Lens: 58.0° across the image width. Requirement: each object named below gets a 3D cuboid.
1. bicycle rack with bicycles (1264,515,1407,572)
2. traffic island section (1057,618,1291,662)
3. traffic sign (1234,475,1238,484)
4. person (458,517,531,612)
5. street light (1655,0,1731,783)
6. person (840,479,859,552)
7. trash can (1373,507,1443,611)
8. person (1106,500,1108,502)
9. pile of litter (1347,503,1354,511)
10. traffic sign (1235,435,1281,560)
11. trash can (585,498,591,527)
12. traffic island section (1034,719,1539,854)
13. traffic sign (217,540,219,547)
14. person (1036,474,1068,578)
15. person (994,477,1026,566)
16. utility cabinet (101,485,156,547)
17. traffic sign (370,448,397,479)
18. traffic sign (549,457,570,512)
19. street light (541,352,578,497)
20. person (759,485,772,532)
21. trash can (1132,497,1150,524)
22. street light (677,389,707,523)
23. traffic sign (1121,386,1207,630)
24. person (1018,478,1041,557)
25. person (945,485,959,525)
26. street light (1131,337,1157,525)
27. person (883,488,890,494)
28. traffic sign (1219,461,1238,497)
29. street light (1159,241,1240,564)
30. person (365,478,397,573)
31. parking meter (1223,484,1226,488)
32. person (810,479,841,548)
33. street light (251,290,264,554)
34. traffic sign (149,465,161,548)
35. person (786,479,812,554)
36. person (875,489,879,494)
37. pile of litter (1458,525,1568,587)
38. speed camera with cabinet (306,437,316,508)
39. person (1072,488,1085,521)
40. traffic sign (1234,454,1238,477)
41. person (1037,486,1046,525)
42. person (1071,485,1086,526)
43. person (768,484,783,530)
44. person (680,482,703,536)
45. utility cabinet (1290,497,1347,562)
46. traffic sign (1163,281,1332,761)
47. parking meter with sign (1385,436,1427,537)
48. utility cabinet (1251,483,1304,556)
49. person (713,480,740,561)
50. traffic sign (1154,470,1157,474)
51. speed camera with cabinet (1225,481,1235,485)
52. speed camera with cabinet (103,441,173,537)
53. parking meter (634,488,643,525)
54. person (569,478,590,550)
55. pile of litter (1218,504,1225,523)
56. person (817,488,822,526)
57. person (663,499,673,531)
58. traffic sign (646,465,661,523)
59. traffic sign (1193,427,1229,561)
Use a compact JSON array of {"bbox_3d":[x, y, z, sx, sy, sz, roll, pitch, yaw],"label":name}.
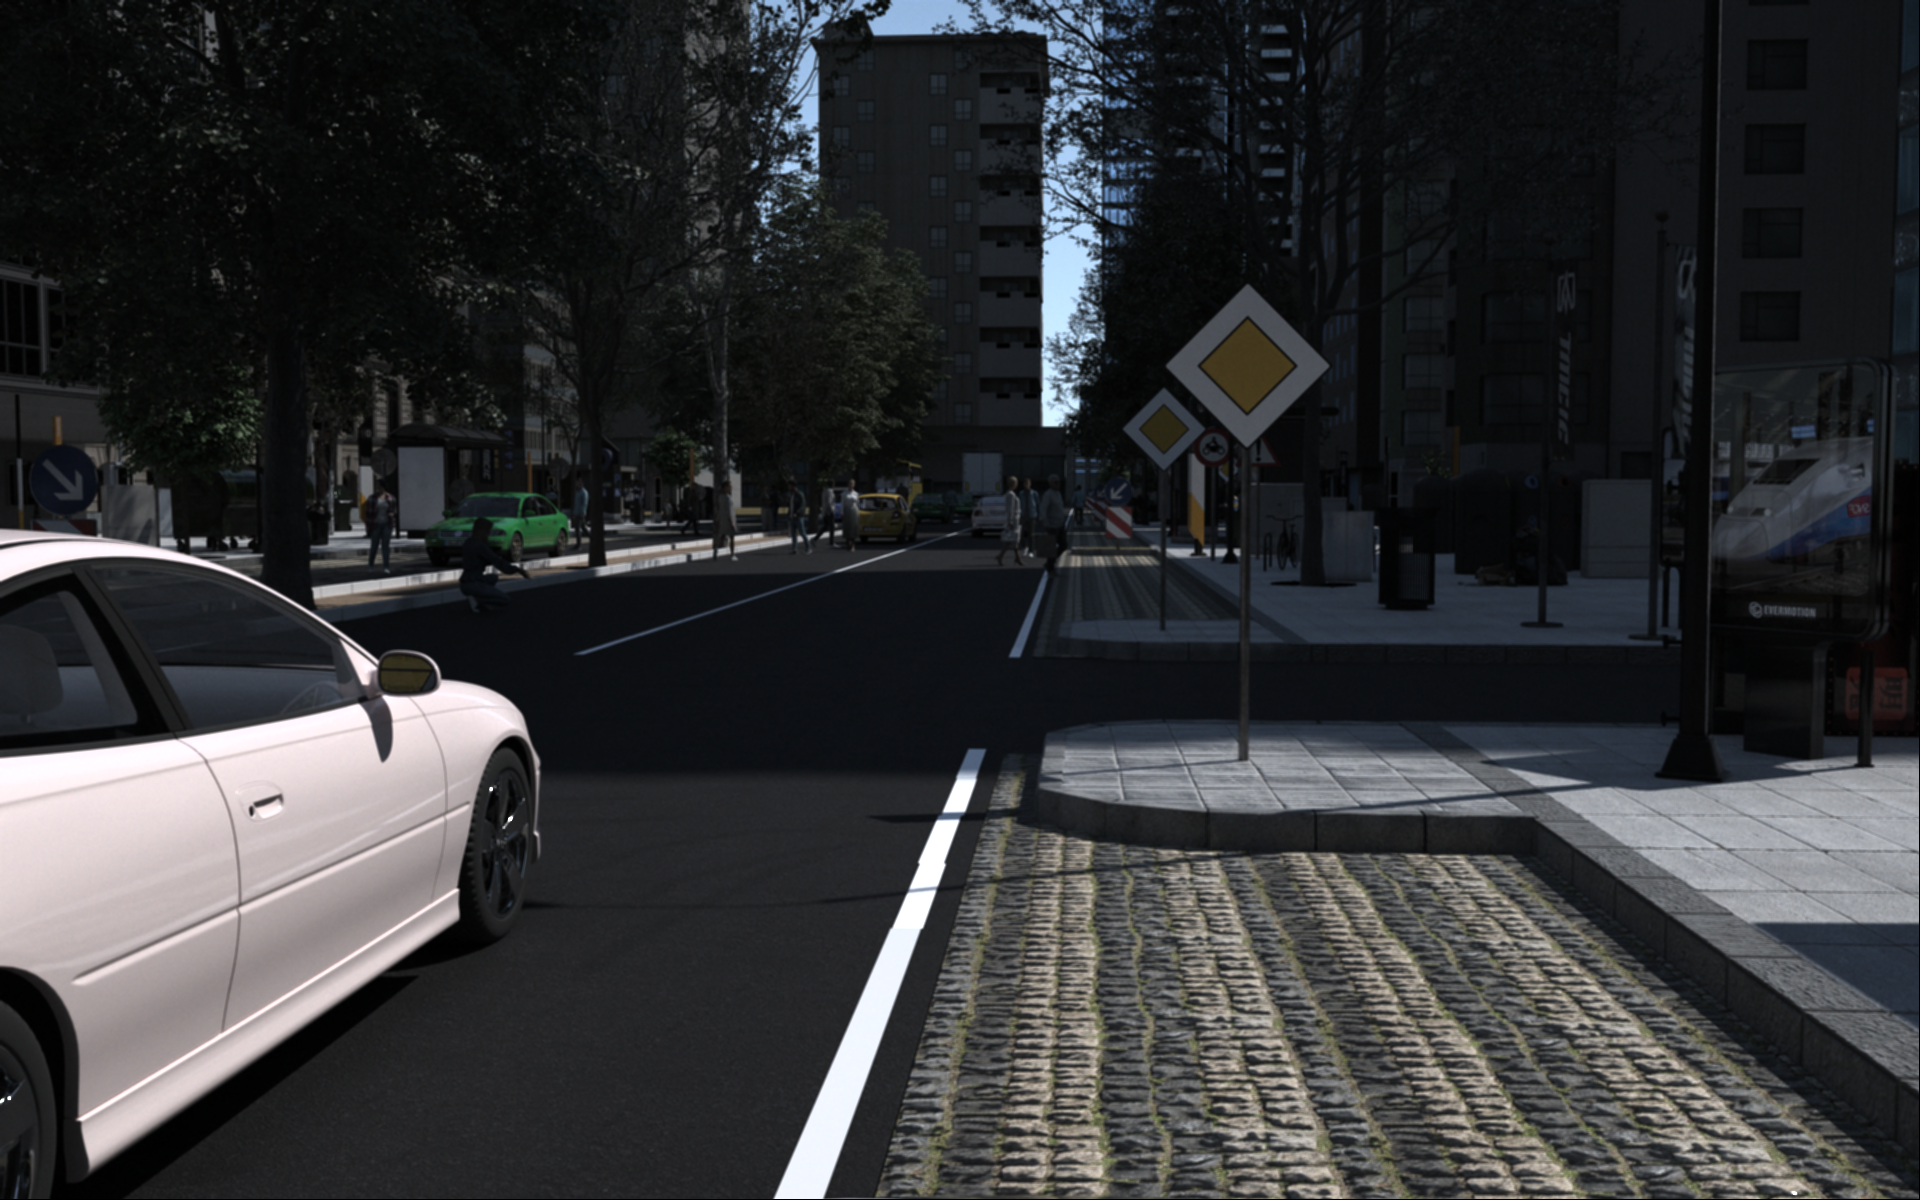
[{"bbox_3d":[6.299,-0.991,29.584,2.852,0.926,2.925,1,4,14],"label":"bicycle rack with bicycles"},{"bbox_3d":[1.930,0.364,16.322,2.009,0.180,2.903,0,4,4],"label":"traffic island section"},{"bbox_3d":[11.246,-4.317,70.587,0.884,2.594,0.081,1,4,10],"label":"traffic sign"},{"bbox_3d":[-5.835,-0.445,21.282,0.738,1.151,1.012,-3,5,-40],"label":"person"},{"bbox_3d":[2.794,-2.153,7.739,1.470,5.913,1.316,0,4,4],"label":"street light"},{"bbox_3d":[-2.729,-2.096,42.991,0.478,1.798,0.641,0,4,-1],"label":"person"},{"bbox_3d":[4.974,-0.466,19.265,0.748,1.137,0.748,0,3,0],"label":"trash can"},{"bbox_3d":[14.482,-9.679,170.009,1.065,1.426,0.557,-3,5,-41],"label":"person"},{"bbox_3d":[18.986,-4.376,85.512,1.719,0.858,1.176,-3,5,-42],"label":"pile of litter"},{"bbox_3d":[5.803,-2.062,33.711,0.884,2.594,0.081,1,4,12],"label":"traffic sign"},{"bbox_3d":[-14.239,-3.395,67.167,0.748,1.137,0.748,0,3,0],"label":"trash can"},{"bbox_3d":[1.386,0.852,8.355,2.009,0.180,2.903,0,4,4],"label":"traffic island section"},{"bbox_3d":[-17.966,-2.558,41.927,0.768,2.556,0.104,0,4,5],"label":"traffic sign"},{"bbox_3d":[1.538,-1.264,29.646,0.515,1.767,0.782,2,4,29],"label":"person"},{"bbox_3d":[1.008,-1.584,34.746,0.624,1.780,0.694,0,4,6],"label":"person"},{"bbox_3d":[-19.795,-1.991,41.226,0.318,1.500,1.173,2,4,34],"label":"utility cabinet"},{"bbox_3d":[-16.018,-2.936,48.104,0.768,2.556,0.104,0,4,6],"label":"traffic sign"},{"bbox_3d":[-13.891,-3.664,60.018,0.768,2.556,0.104,1,4,9],"label":"traffic sign"},{"bbox_3d":[-13.180,-5.162,56.940,1.470,5.913,1.316,0,4,4],"label":"street light"},{"bbox_3d":[-6.812,-3.179,61.034,0.362,1.759,0.519,2,4,35],"label":"person"},{"bbox_3d":[7.637,-3.764,73.202,0.748,1.137,0.748,0,3,0],"label":"trash can"},{"bbox_3d":[-11.837,-6.352,76.403,1.470,5.913,1.316,0,4,4],"label":"street light"},{"bbox_3d":[1.906,-0.771,16.246,0.795,2.450,0.064,0,4,4],"label":"traffic sign"},{"bbox_3d":[1.542,-1.863,39.305,0.601,1.785,0.444,1,4,14],"label":"person"},{"bbox_3d":[-0.440,-4.478,81.581,0.638,1.841,0.748,2,4,33],"label":"person"},{"bbox_3d":[5.766,-4.823,51.393,1.470,5.913,1.316,0,4,4],"label":"street light"},{"bbox_3d":[-4.639,-6.124,108.612,1.348,1.826,0.705,0,4,2],"label":"person"},{"bbox_3d":[8.227,-3.193,53.388,0.795,2.450,0.064,1,4,10],"label":"traffic sign"},{"bbox_3d":[4.457,-3.629,31.882,1.470,5.913,1.316,0,4,4],"label":"street light"},{"bbox_3d":[-10.498,-1.350,31.407,0.563,1.720,0.643,-2,4,-25],"label":"person"},{"bbox_3d":[13.450,-4.983,87.181,0.399,1.863,0.255,2,4,35],"label":"parking meter"},{"bbox_3d":[-3.582,-2.315,46.202,0.795,1.843,0.661,-1,4,-20],"label":"person"},{"bbox_3d":[-14.545,-3.948,37.092,1.470,5.913,1.316,0,4,4],"label":"street light"},{"bbox_3d":[-16.955,-2.229,36.548,0.768,2.556,0.104,1,4,13],"label":"traffic sign"},{"bbox_3d":[-3.904,-1.986,41.318,0.623,1.781,0.721,3,4,38],"label":"person"},{"bbox_3d":[-4.669,-5.330,96.582,0.436,1.711,0.756,1,4,22],"label":"person"},{"bbox_3d":[7.835,-0.644,24.487,1.719,0.858,1.176,0,4,-3],"label":"pile of litter"},{"bbox_3d":[-22.856,-4.028,60.198,0.660,3.252,2.038,-2,4,-29],"label":"speed camera with cabinet"},{"bbox_3d":[6.402,-5.144,93.054,0.683,1.767,0.568,-2,4,-32],"label":"person"},{"bbox_3d":[8.335,-3.270,53.567,0.768,2.556,0.104,0,4,5],"label":"traffic sign"},{"bbox_3d":[3.802,-4.356,79.708,0.713,1.824,0.794,-2,4,-35],"label":"person"},{"bbox_3d":[4.987,-3.914,72.520,0.660,1.820,0.620,-2,4,-25],"label":"person"},{"bbox_3d":[-7.486,-3.707,69.101,0.794,1.824,0.713,-1,4,-16],"label":"person"},{"bbox_3d":[-9.236,-3.132,59.624,0.836,1.842,0.656,-2,4,-25],"label":"person"},{"bbox_3d":[6.819,-1.332,32.937,1.020,1.237,0.306,0,4,6],"label":"utility cabinet"},{"bbox_3d":[1.362,-0.284,8.280,0.795,2.450,0.064,0,4,4],"label":"traffic sign"},{"bbox_3d":[13.717,-3.423,52.227,1.738,3.016,0.543,1,4,18],"label":"parking meter with sign"},{"bbox_3d":[6.468,-1.646,35.590,1.173,1.500,0.318,1,4,12],"label":"utility cabinet"},{"bbox_3d":[-5.011,-1.706,37.145,0.466,1.731,0.760,1,4,22],"label":"person"},{"bbox_3d":[10.299,-5.508,90.163,0.768,2.556,0.104,1,4,12],"label":"traffic sign"},{"bbox_3d":[14.882,-5.876,90.408,2.038,3.252,0.660,1,4,17],"label":"speed camera with cabinet"},{"bbox_3d":[-24.148,-3.476,51.168,0.660,3.252,2.038,3,5,43],"label":"speed camera with cabinet"},{"bbox_3d":[-13.568,-3.955,73.075,0.372,1.533,0.369,0,3,0],"label":"parking meter"},{"bbox_3d":[-9.660,-2.207,44.440,0.748,1.841,0.638,-1,4,-18],"label":"person"},{"bbox_3d":[11.538,-3.819,76.404,1.719,0.858,1.176,1,4,16],"label":"pile of litter"},{"bbox_3d":[-6.381,-4.139,76.420,0.600,1.795,0.529,3,5,43],"label":"person"},{"bbox_3d":[-11.286,-3.289,66.956,0.352,1.250,0.332,-1,4,-9],"label":"person"},{"bbox_3d":[-13.627,-4.682,76.656,0.768,2.556,0.104,1,4,10],"label":"traffic sign"},{"bbox_3d":[4.838,-2.015,33.057,0.768,2.556,0.104,1,4,12],"label":"traffic sign"}]
